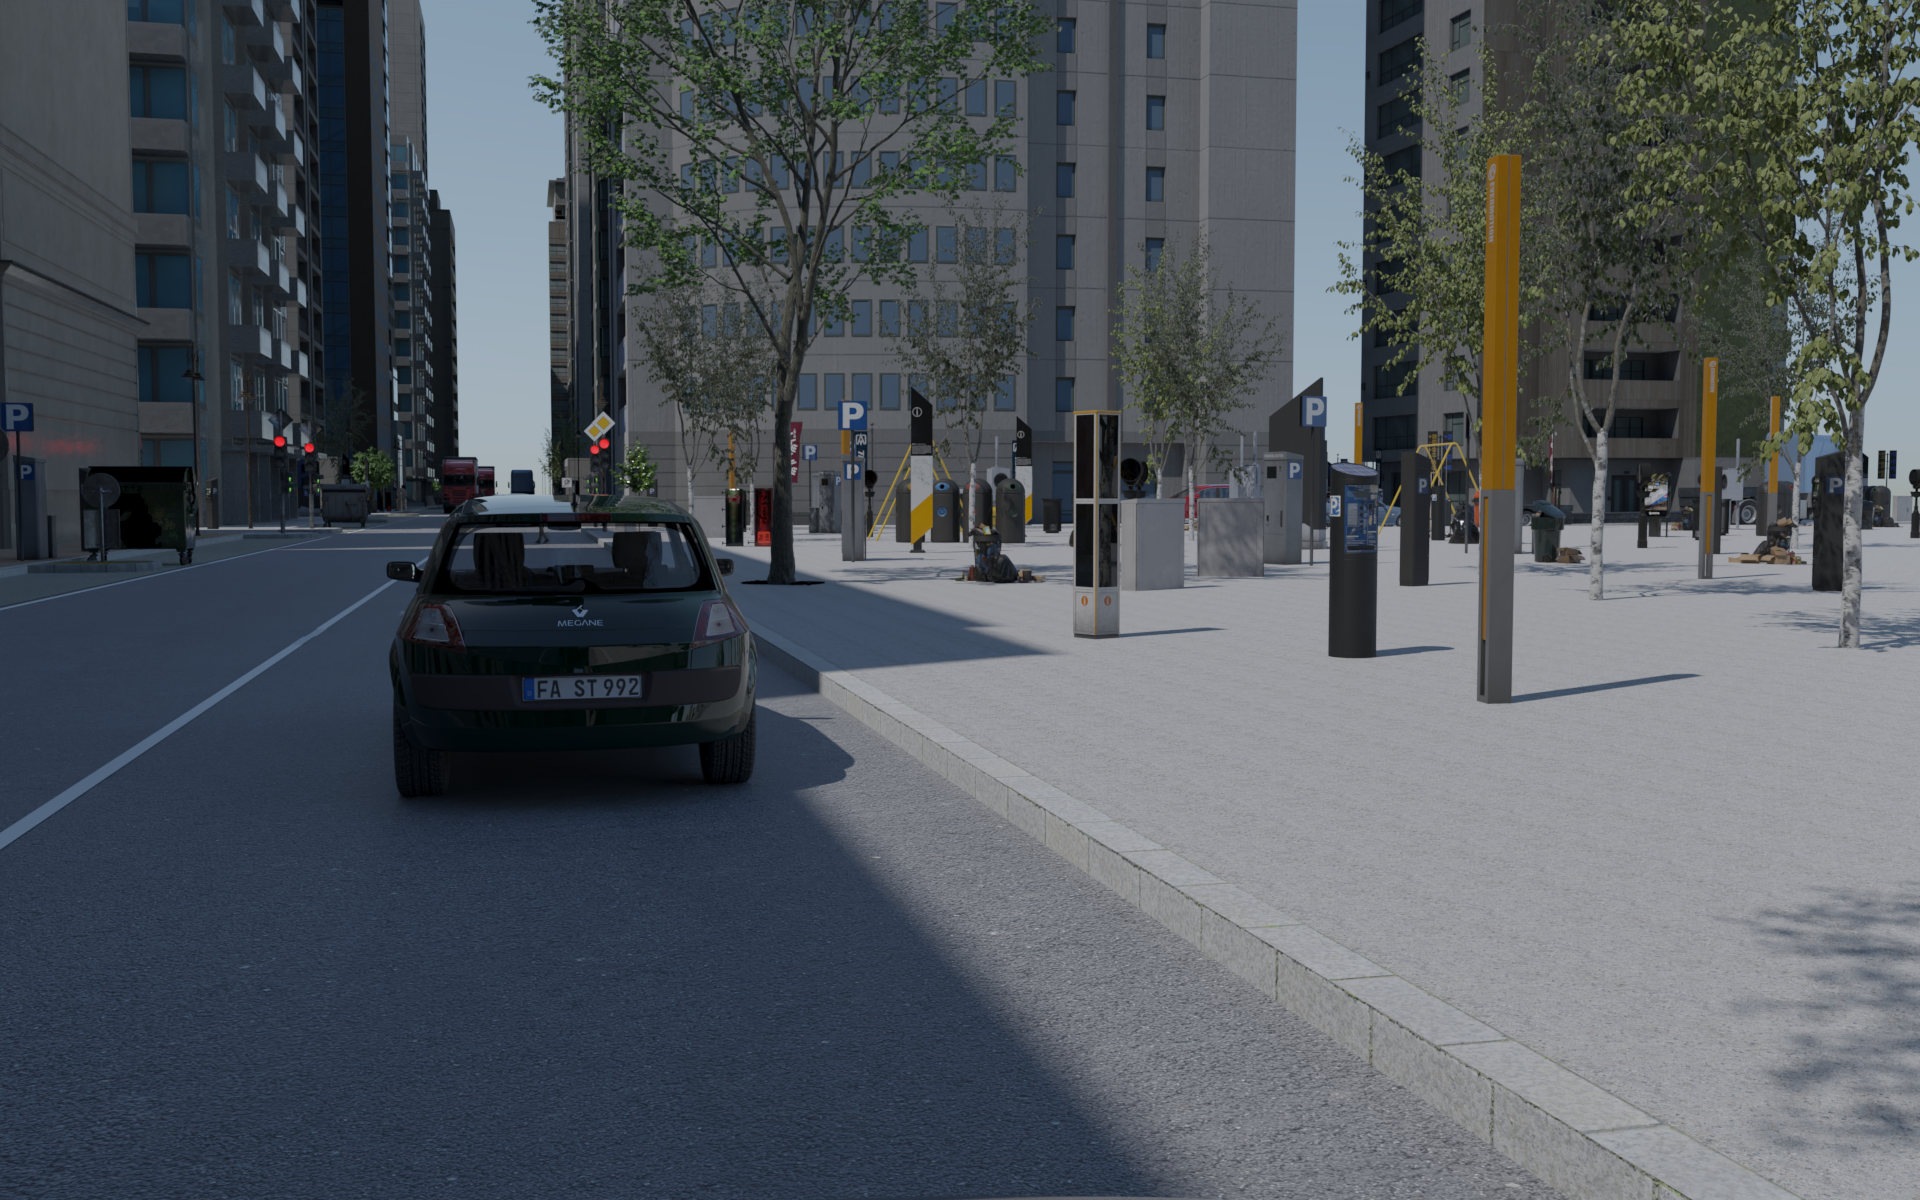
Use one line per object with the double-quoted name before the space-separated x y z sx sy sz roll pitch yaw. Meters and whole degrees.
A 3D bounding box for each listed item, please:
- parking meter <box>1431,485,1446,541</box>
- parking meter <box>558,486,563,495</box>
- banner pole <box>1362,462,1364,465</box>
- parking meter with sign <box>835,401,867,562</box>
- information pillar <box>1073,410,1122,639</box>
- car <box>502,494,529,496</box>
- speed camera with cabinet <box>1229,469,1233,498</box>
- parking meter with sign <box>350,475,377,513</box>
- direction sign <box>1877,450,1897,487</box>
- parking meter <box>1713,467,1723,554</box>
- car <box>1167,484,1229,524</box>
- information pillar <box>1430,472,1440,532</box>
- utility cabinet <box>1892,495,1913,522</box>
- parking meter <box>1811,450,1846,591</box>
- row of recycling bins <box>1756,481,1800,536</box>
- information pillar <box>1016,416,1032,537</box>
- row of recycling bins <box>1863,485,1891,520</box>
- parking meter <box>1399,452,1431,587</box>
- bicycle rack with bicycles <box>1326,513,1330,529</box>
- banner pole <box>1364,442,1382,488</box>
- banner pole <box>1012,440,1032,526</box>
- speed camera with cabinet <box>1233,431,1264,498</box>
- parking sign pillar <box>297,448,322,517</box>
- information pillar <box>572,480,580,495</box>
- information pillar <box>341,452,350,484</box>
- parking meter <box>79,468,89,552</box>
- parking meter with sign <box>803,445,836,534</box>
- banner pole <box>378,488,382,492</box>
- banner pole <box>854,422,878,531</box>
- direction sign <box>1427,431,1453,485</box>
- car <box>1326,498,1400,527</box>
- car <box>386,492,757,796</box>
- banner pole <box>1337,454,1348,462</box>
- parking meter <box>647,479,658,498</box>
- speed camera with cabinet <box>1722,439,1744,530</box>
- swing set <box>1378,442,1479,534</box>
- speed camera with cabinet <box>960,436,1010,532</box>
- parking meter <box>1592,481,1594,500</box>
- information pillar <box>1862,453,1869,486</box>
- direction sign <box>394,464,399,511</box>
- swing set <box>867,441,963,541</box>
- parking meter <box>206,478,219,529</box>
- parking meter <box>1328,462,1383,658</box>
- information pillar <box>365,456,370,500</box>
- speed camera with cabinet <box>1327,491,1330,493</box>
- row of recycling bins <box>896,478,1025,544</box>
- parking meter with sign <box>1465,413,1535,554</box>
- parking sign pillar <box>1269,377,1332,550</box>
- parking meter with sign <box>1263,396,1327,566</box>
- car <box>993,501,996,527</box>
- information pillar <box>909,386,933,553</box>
"parking meter" 13.204 -2.408 47.784 0.372 1.533 0.369 0 3 0
"parking meter" -30.689 -7.807 133.356 0.399 1.863 0.255 0 4 -4
"banner pole" 22.737 -6.561 97.297 0.401 3.779 0.863 3 5 41
"parking meter with sign" -2.024 -2.264 33.275 0.543 3.016 1.738 0 4 -1
"information pillar" 1.218 -0.668 15.412 0.304 2.012 0.304 -3 4 -39
"car" -19.778 -4.000 77.202 2.131 1.459 4.920 -1 4 -15
"speed camera with cabinet" 10.284 -3.972 59.271 2.038 3.252 0.660 0 4 -3
"parking meter with sign" -41.005 -7.508 119.019 1.738 3.016 0.543 -1 4 -18
"direction sign" 47.896 -5.965 89.524 0.876 3.537 0.379 1 4 14
"parking meter" 16.080 -1.911 36.949 0.255 1.863 0.399 1 4 13
"car" 9.540 -3.613 67.753 5.304 1.827 2.281 -1 4 -15
"information pillar" 15.912 -3.282 58.153 0.304 2.012 0.304 0 4 5
"utility cabinet" 44.126 -4.277 81.088 1.020 1.237 0.306 -2 4 -24
"parking meter" 11.494 -1.051 22.895 0.399 1.863 0.255 0 4 6
"row of recycling bins" 25.452 -2.866 53.965 1.069 1.692 3.534 2 4 33
"information pillar" 1.907 -3.696 51.792 0.504 3.616 0.183 1 4 12
"row of recycling bins" 44.184 -4.721 84.295 1.069 1.692 3.534 0 4 3
"parking meter" 6.350 -1.128 24.147 0.399 1.863 0.255 -3 4 -37
"bicycle rack with bicycles" 12.081 -2.973 61.992 2.925 0.926 2.852 -2 4 -24
"banner pole" 19.937 -5.686 82.989 0.863 3.779 0.401 -3 4 -36
"banner pole" 2.514 -4.930 70.627 0.863 3.779 0.401 1 4 10
"speed camera with cabinet" 9.311 -3.699 54.807 0.660 3.252 2.038 2 4 24
"parking sign pillar" -37.018 -6.722 98.379 1.447 3.967 1.447 1 4 21
"information pillar" -20.049 -5.257 90.442 0.304 2.012 0.304 -3 5 -42
"information pillar" -34.387 -6.457 96.923 0.183 3.616 0.504 2 4 32
"parking meter" -19.417 -2.015 38.652 0.399 1.863 0.255 2 4 27
"parking meter with sign" -4.215 -3.685 56.509 1.738 3.016 0.543 3 4 37
"banner pole" -43.385 -8.532 129.514 0.863 3.779 0.401 2 4 33
"banner pole" -3.295 -4.313 60.538 0.863 3.779 0.401 0 4 2
"direction sign" 17.268 -4.303 62.358 0.876 3.537 0.379 0 4 7
"car" 16.487 -3.614 71.094 4.499 1.417 2.014 -1 4 -12
"car" -2.210 0.002 9.752 2.009 1.686 4.222 -1 4 -14
"banner pole" 23.680 -7.191 107.588 0.863 3.779 0.401 0 4 -1
"parking meter" -11.918 -3.753 67.079 0.399 1.863 0.255 0 4 0
"speed camera with cabinet" 27.731 -4.190 62.849 0.660 3.252 2.038 0 4 2
"swing set" 14.884 -3.439 53.852 2.862 2.851 3.119 0 4 -4
"speed camera with cabinet" 0.661 -3.955 58.996 2.038 3.252 0.660 -1 4 -17
"parking meter" 24.585 -3.732 66.722 0.399 1.863 0.255 0 4 -5
"information pillar" 47.416 -6.094 90.990 0.504 3.616 0.183 1 4 18
"direction sign" -42.654 -8.500 130.967 0.379 3.537 0.876 -2 4 -26
"swing set" -1.072 -3.110 48.474 2.862 2.851 3.119 0 4 -7
"parking meter" -27.268 -3.513 63.150 0.255 1.863 0.399 1 4 19
"parking meter" 3.100 -0.320 13.647 0.372 1.533 0.369 0 3 0
"information pillar" -36.863 -7.117 107.712 0.183 3.616 0.504 -3 5 -40
"speed camera with cabinet" 23.353 -6.833 106.053 2.038 3.252 0.660 -2 4 -27
"row of recycling bins" -0.001 -2.355 45.614 3.534 1.692 1.069 1 4 13
"parking meter with sign" 11.725 -2.497 37.085 1.738 3.016 0.543 1 4 19
"parking sign pillar" 7.898 -3.183 40.517 1.447 3.967 1.447 2 4 35
"parking meter with sign" 5.909 -2.162 31.607 0.543 3.016 1.738 -2 4 -27
"car" 0.453 -3.508 67.575 3.980 1.641 2.015 -1 4 -13
"information pillar" -0.843 -2.831 37.639 0.504 3.616 0.183 0 4 4
